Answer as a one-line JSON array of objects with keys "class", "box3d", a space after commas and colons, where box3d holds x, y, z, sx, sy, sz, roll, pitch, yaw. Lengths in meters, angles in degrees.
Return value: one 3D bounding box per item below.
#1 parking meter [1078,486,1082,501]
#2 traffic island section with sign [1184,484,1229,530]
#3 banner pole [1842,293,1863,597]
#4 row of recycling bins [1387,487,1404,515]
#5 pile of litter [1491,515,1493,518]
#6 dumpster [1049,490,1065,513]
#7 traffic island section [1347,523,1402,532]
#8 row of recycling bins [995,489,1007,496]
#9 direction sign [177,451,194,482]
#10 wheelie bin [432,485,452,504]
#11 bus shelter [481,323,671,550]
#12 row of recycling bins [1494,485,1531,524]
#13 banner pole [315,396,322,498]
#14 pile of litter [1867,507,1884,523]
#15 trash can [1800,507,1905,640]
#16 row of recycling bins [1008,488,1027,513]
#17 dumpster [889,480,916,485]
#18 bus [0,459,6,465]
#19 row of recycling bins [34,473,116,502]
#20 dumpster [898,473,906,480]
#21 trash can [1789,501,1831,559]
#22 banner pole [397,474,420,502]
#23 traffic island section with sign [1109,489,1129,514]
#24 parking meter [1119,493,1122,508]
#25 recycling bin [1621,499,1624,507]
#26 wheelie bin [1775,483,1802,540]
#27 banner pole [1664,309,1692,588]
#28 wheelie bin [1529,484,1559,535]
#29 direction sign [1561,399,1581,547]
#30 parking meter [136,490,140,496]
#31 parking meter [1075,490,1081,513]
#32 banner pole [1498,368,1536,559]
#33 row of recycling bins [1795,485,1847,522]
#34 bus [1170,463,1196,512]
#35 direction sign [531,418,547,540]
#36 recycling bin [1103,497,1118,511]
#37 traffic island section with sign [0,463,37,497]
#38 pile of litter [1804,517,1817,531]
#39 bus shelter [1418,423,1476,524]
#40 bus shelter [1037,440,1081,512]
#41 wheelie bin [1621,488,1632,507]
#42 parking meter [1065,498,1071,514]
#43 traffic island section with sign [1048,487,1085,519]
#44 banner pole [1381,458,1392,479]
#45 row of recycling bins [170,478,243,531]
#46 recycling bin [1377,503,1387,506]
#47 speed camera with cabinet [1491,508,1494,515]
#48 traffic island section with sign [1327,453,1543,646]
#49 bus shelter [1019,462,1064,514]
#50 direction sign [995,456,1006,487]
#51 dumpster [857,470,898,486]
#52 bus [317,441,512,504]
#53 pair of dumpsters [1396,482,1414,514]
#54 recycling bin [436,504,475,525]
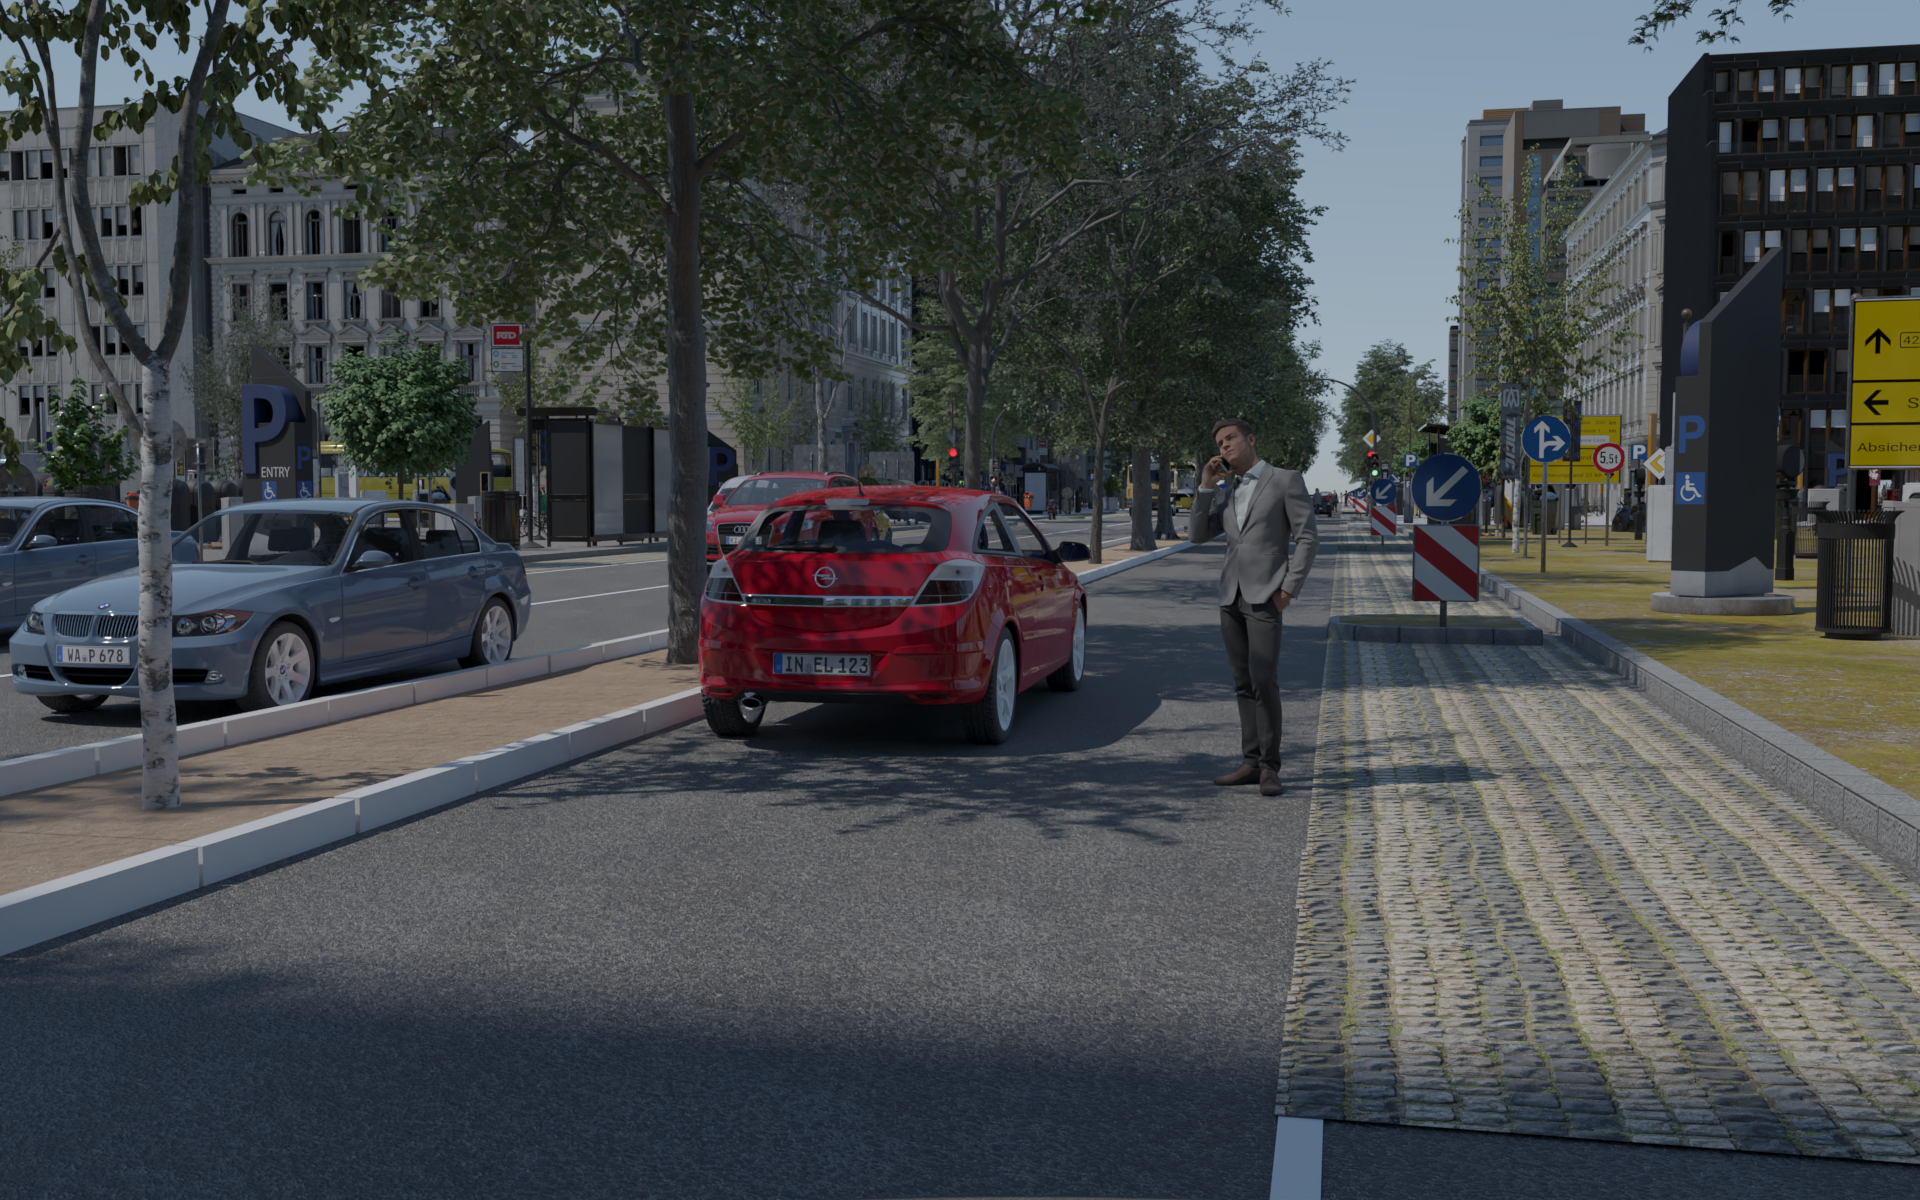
[{"class": "parking meter", "box3d": [8.936, -7.614, 130.197, 0.255, 1.863, 0.399, -2, 4, -29]}, {"class": "traffic island section with sign", "box3d": [10.057, -3.745, 69.361, 2.006, 1.907, 1.989, 1, 4, 12]}, {"class": "banner pole", "box3d": [11.311, -1.926, 21.514, 0.401, 3.779, 0.863, -3, 4, -36]}, {"class": "row of recycling bins", "box3d": [26.640, -6.036, 105.802, 1.069, 1.692, 3.534, 1, 4, 16]}, {"class": "pile of litter", "box3d": [28.826, -4.796, 92.381, 1.176, 0.858, 1.719, 0, 4, -3]}, {"class": "dumpster", "box3d": [6.906, -7.020, 120.539, 1.264, 1.857, 1.865, 1, 4, 12]}, {"class": "traffic island section", "box3d": [16.203, -2.782, 67.759, 2.009, 0.180, 2.903, 1, 4, 12]}, {"class": "row of recycling bins", "box3d": [2.314, -8.120, 139.882, 3.534, 1.692, 1.069, -1, 4, -14]}, {"class": "direction sign", "box3d": [-33.164, -5.029, 74.214, 0.876, 3.537, 0.379, 1, 4, 17]}, {"class": "wheelie bin", "box3d": [-18.275, -3.239, 60.862, 0.693, 1.594, 0.980, -2, 4, -33]}, {"class": "bus shelter", "box3d": [-9.379, -4.009, 43.175, 2.179, 5.291, 8.768, 1, 4, 12]}, {"class": "row of recycling bins", "box3d": [23.918, -4.156, 75.058, 1.069, 1.692, 3.534, 2, 4, 32]}, {"class": "banner pole", "box3d": [-16.278, -3.302, 44.011, 0.401, 3.779, 0.863, -1, 4, -18]}, {"class": "pile of litter", "box3d": [39.235, -3.661, 73.822, 1.719, 0.858, 1.176, -1, 4, -17]}, {"class": "trash can", "box3d": [7.941, -0.227, 15.369, 0.748, 1.137, 0.748, 0, 3, 0]}, {"class": "row of recycling bins", "box3d": [4.624, -6.898, 119.890, 1.069, 1.692, 3.534, 2, 4, 25]}, {"class": "dumpster", "box3d": [-2.468, -4.044, 71.874, 1.264, 1.857, 1.865, 1, 4, 12]}, {"class": "bus", "box3d": [-52.481, -5.601, 86.433, 13.247, 3.499, 2.948, 1, 4, 11]}, {"class": "row of recycling bins", "box3d": [-17.733, -1.638, 33.898, 3.534, 1.692, 1.069, 2, 4, 34]}, {"class": "dumpster", "box3d": [-3.135, -4.774, 80.546, 1.502, 2.255, 1.985, 1, 4, 13]}, {"class": "trash can", "box3d": [16.881, -1.394, 34.447, 0.748, 1.137, 0.748, 0, 3, 0]}, {"class": "banner pole", "box3d": [-16.555, -3.801, 52.158, 0.863, 3.779, 0.401, 0, 4, 0]}, {"class": "traffic island section with sign", "box3d": [12.036, -7.228, 126.808, 1.989, 1.847, 2.006, 1, 4, 12]}, {"class": "parking meter", "box3d": [13.965, -8.808, 149.726, 0.399, 1.863, 0.255, -1, 4, -19]}, {"class": "recycling bin", "box3d": [38.106, -5.263, 98.601, 0.722, 1.027, 0.722, 3, 5, 40]}, {"class": "wheelie bin", "box3d": [23.273, -2.506, 48.873, 0.980, 1.594, 0.693, 0, 4, 3]}, {"class": "banner pole", "box3d": [9.892, -2.036, 23.303, 0.401, 3.779, 0.863, -1, 4, -17]}, {"class": "wheelie bin", "box3d": [18.361, -2.845, 54.428, 0.693, 1.594, 0.980, -2, 4, -31]}, {"class": "direction sign", "box3d": [14.730, -3.043, 41.757, 0.876, 3.537, 0.379, -3, 5, -44]}, {"class": "parking meter", "box3d": [-46.418, -5.483, 98.062, 0.372, 1.533, 0.369, 0, 3, 0]}, {"class": "parking meter", "box3d": [8.575, -7.184, 125.869, 0.372, 1.533, 0.369, 0, 3, 0]}, {"class": "banner pole", "box3d": [11.082, -2.718, 34.456, 0.863, 3.779, 0.401, -1, 4, -17]}, {"class": "row of recycling bins", "box3d": [39.829, -4.538, 81.315, 3.534, 1.692, 1.069, 1, 4, 22]}, {"class": "bus", "box3d": [17.125, -8.636, 132.748, 2.896, 3.916, 12.252, 1, 4, 11]}, {"class": "direction sign", "box3d": [-11.733, -3.439, 48.233, 0.379, 3.537, 0.876, 1, 4, 22]}, {"class": "recycling bin", "box3d": [11.788, -7.450, 134.366, 0.722, 1.027, 0.722, -1, 4, -17]}, {"class": "traffic island section with sign", "box3d": [-11.543, -0.713, 20.292, 1.989, 1.847, 2.006, 1, 4, 12]}, {"class": "pile of litter", "box3d": [30.125, -2.829, 60.220, 1.176, 0.858, 1.719, 0, 4, -5]}, {"class": "bus shelter", "box3d": [16.966, -4.224, 60.340, 1.731, 3.624, 6.357, 1, 4, 12]}, {"class": "bus shelter", "box3d": [7.359, -9.344, 130.413, 2.179, 5.291, 8.768, 1, 4, 13]}, {"class": "wheelie bin", "box3d": [35.144, -5.067, 90.745, 0.980, 1.594, 0.693, 2, 4, 27]}, {"class": "parking meter", "box3d": [6.905, -6.251, 110.608, 0.372, 1.533, 0.369, 0, 3, 0]}, {"class": "traffic island section with sign", "box3d": [6.210, -5.618, 100.488, 1.989, 1.847, 2.006, 1, 4, 12]}, {"class": "banner pole", "box3d": [29.537, -7.936, 119.764, 0.863, 3.779, 0.401, 0, 4, 8]}, {"class": "row of recycling bins", "box3d": [-20.149, -2.406, 46.456, 1.069, 1.692, 3.534, 1, 4, 15]}, {"class": "recycling bin", "box3d": [35.500, -8.136, 145.583, 0.722, 1.027, 0.722, -1, 4, -23]}, {"class": "speed camera with cabinet", "box3d": [30.076, -6.352, 98.185, 2.038, 3.252, 0.660, 0, 4, -6]}, {"class": "traffic island section with sign", "box3d": [4.717, -0.536, 17.387, 1.989, 1.847, 2.006, 1, 4, 12]}, {"class": "bus shelter", "box3d": [5.272, -7.217, 111.924, 2.014, 3.302, 5.546, 1, 4, 13]}, {"class": "direction sign", "box3d": [2.325, -6.778, 102.819, 0.876, 3.537, 0.379, 1, 4, 14]}, {"class": "dumpster", "box3d": [-3.600, -4.134, 70.089, 1.502, 2.255, 1.985, 1, 4, 12]}, {"class": "bus", "box3d": [-27.151, -5.482, 81.177, 12.252, 3.916, 2.896, 1, 4, 13]}, {"class": "pair of dumpsters", "box3d": [28.435, -6.638, 111.019, 1.574, 2.255, 4.437, 1, 4, 12]}, {"class": "recycling bin", "box3d": [-13.026, -1.965, 44.688, 0.722, 1.027, 0.722, 2, 4, 25]}]
